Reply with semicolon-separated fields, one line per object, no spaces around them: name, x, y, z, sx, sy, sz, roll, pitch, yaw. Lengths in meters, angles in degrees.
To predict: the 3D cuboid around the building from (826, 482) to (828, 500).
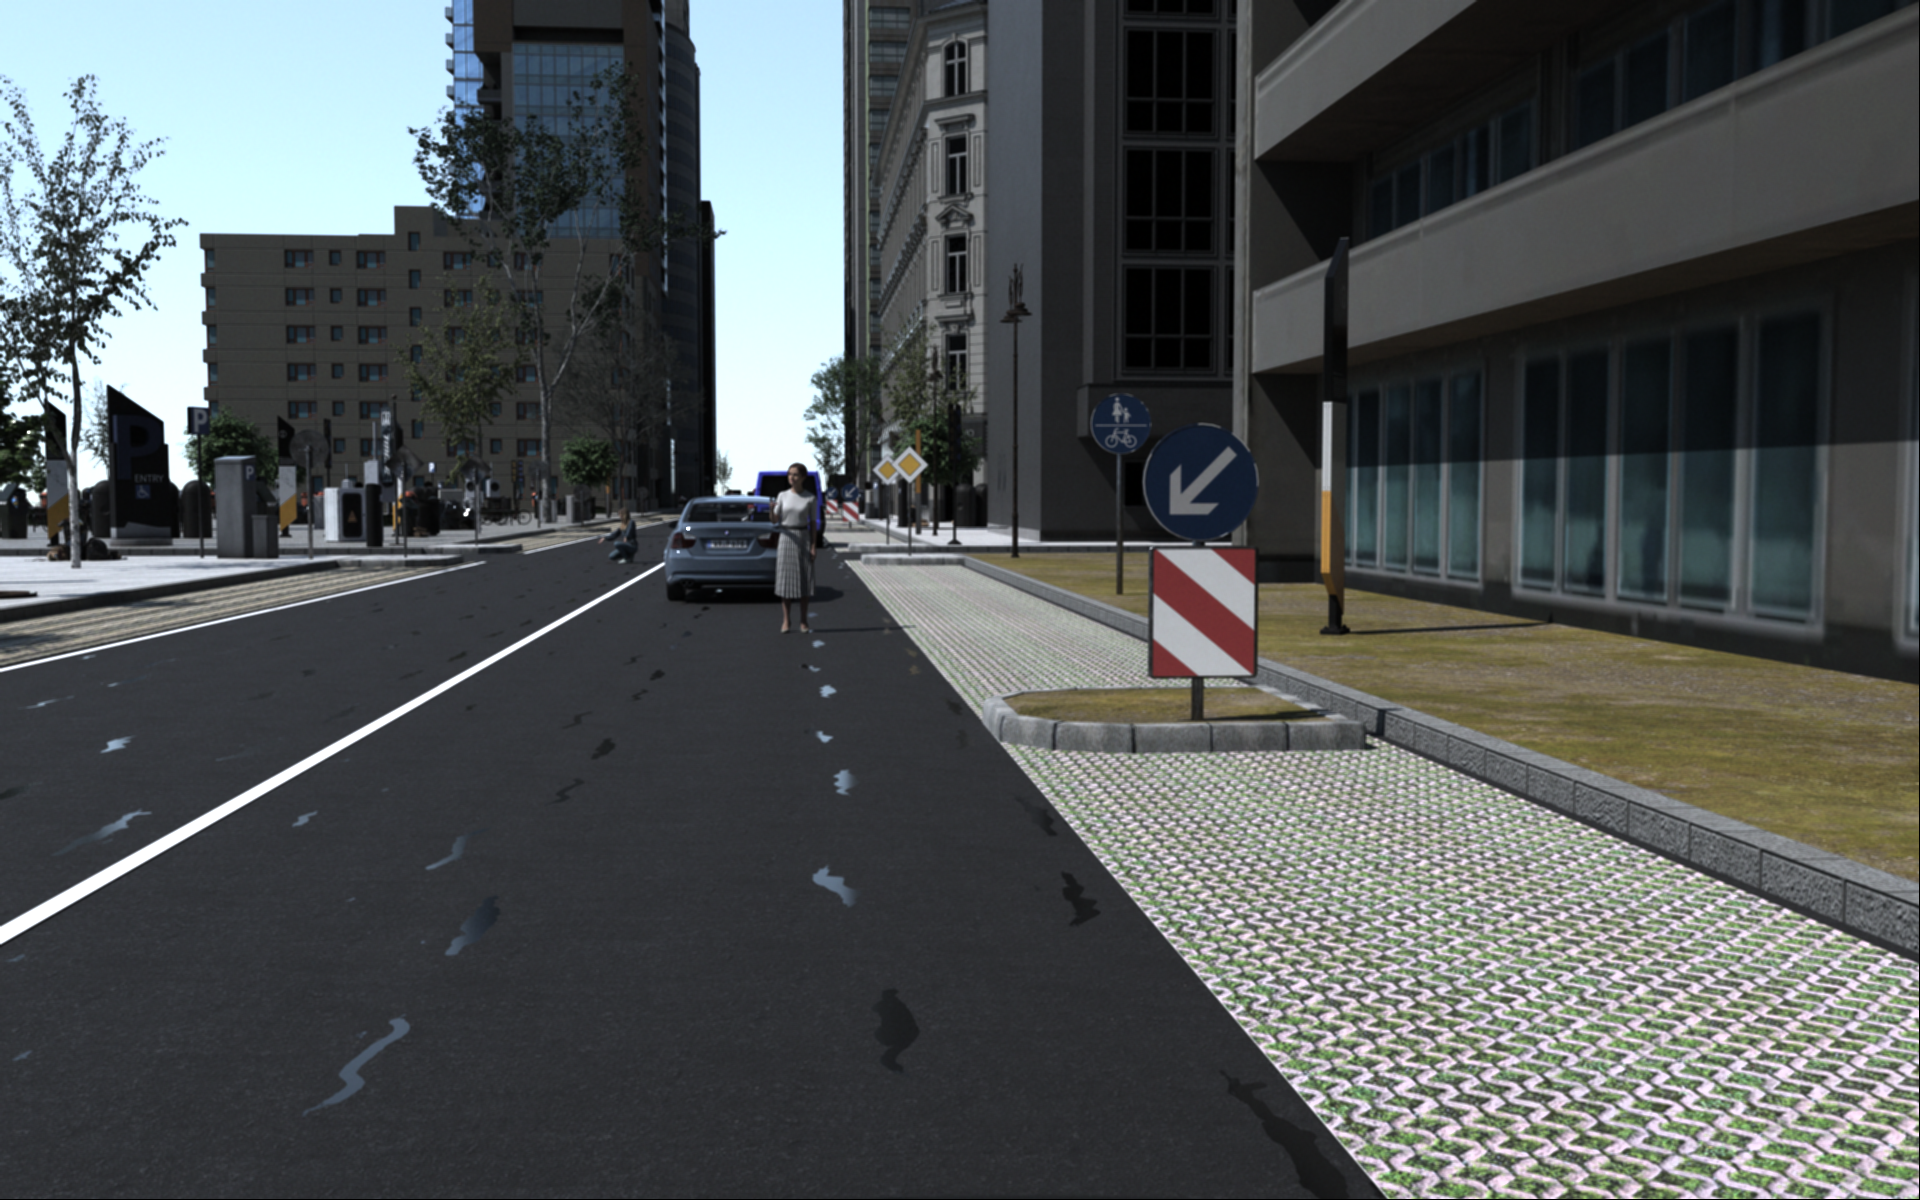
building;-4.380;-35.144;266.487;32.217;40.220;23.993;0;4;-6

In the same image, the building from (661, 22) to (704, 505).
building;-43.123;-41.069;213.475;21.231;58.520;28.212;0;4;-6

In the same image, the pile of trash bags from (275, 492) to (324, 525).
pile of trash bags;-27.805;-3.893;73.398;3.447;1.369;1.912;3;5;41

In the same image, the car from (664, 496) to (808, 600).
car;-3.182;-0.775;24.679;2.014;1.417;4.499;0;4;-4

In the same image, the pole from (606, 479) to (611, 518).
pole;-18.741;-6.020;92.278;0.158;3.312;0.155;0;3;0

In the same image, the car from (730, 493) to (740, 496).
car;-17.726;-7.653;134.904;2.009;1.686;4.222;0;4;-7

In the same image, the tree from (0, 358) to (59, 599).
tree;-11.923;-1.638;21.380;1.663;3.219;1.824;0;3;0

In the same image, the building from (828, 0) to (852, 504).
building;-6.299;-47.701;218.156;20.563;71.187;20.611;0;4;-6

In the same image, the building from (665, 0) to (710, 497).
building;-45.128;-48.880;237.435;20.563;71.187;20.611;0;4;-6

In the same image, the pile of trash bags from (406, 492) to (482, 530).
pile of trash bags;-18.681;-3.171;61.601;1.912;1.369;3.447;1;4;19

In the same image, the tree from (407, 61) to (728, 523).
tree;-16.818;-13.404;75.045;12.611;20.169;13.585;0;3;0

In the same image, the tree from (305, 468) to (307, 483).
tree;-39.784;-7.219;101.752;4.285;4.588;4.351;0;3;0

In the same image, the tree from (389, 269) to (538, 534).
tree;-15.898;-6.464;56.047;4.737;8.622;4.395;0;3;0

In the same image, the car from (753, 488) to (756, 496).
car;-10.501;-5.266;94.766;2.281;1.827;5.304;0;4;-4

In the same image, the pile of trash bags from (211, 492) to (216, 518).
pile of trash bags;-39.310;-5.188;94.576;3.447;1.369;1.912;-3;4;-36

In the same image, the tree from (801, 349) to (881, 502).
tree;-7.498;-12.086;123.361;9.928;11.665;9.643;0;3;0

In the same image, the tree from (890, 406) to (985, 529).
tree;-0.892;-4.871;63.352;4.285;4.588;4.351;0;3;0

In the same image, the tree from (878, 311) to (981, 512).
tree;-1.524;-7.289;69.531;4.737;8.622;4.395;0;3;0

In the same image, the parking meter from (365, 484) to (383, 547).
parking meter;-14.169;-2.047;41.884;0.372;1.533;0.369;0;3;0

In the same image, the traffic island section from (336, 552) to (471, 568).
traffic island section;-11.213;-0.776;34.970;2.009;0.180;2.903;0;4;-6

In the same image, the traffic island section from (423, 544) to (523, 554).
traffic island section;-12.001;-1.262;42.916;2.009;0.180;2.903;0;4;-6

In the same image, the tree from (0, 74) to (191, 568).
tree;-15.539;-4.850;29.663;4.360;8.622;3.978;0;3;0

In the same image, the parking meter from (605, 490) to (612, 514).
parking meter;-22.209;-6.178;109.415;0.372;1.533;0.369;0;3;0

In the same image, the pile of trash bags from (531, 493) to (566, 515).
pile of trash bags;-24.075;-5.769;104.079;3.447;1.369;1.912;-2;4;-33

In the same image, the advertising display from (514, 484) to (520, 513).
advertising display;-28.255;-6.434;110.410;0.123;1.923;0.974;0;4;0

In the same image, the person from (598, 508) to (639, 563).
person;-7.000;-1.340;35.910;0.738;1.151;1.012;-2;4;-30

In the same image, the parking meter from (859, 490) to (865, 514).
parking meter;-6.318;-6.303;111.457;0.372;1.533;0.369;0;3;0

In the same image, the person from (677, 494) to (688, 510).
person;-19.500;-6.727;121.675;0.628;1.438;0.799;2;4;23

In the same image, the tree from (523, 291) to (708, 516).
tree;-20.126;-11.742;102.348;12.009;13.543;11.850;0;3;0

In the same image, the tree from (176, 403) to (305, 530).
tree;-26.447;-4.809;62.343;4.285;4.588;4.351;0;3;0

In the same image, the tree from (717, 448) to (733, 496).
tree;-37.655;-19.803;274.140;4.737;8.622;4.395;0;3;0

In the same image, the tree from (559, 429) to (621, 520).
tree;-18.630;-6.316;86.984;4.285;4.588;4.351;0;3;0

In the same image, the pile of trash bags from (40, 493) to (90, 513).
pile of trash bags;-51.586;-5.491;99.536;3.447;1.369;1.912;2;4;24

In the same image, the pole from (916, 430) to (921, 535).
pole;-1.316;-3.735;54.907;0.158;3.312;0.155;0;3;0

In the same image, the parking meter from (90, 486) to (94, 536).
parking meter;-26.577;-2.750;53.379;0.372;1.533;0.369;0;3;0

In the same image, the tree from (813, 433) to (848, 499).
tree;-15.371;-15.511;203.973;4.737;8.622;4.395;0;3;0

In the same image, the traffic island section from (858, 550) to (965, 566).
traffic island section;-1.021;-0.837;35.971;2.009;0.180;2.903;0;4;-6

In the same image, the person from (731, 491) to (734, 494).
person;-26.675;-11.890;202.843;1.348;1.831;0.705;1;4;21

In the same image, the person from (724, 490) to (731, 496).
person;-16.586;-7.008;124.015;0.756;1.711;0.436;-2;4;-32

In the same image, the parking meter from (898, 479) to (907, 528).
parking meter;-2.198;-3.718;66.493;0.255;1.863;0.399;-2;4;-25

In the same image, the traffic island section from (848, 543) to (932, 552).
traffic island section;-1.809;-1.323;43.918;2.009;0.180;2.903;0;4;-6

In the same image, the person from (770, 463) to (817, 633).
person;-1.717;-0.536;17.839;0.480;1.755;0.524;0;4;-2

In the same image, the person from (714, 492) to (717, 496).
person;-26.098;-10.735;184.931;0.530;1.710;0.541;1;4;18
